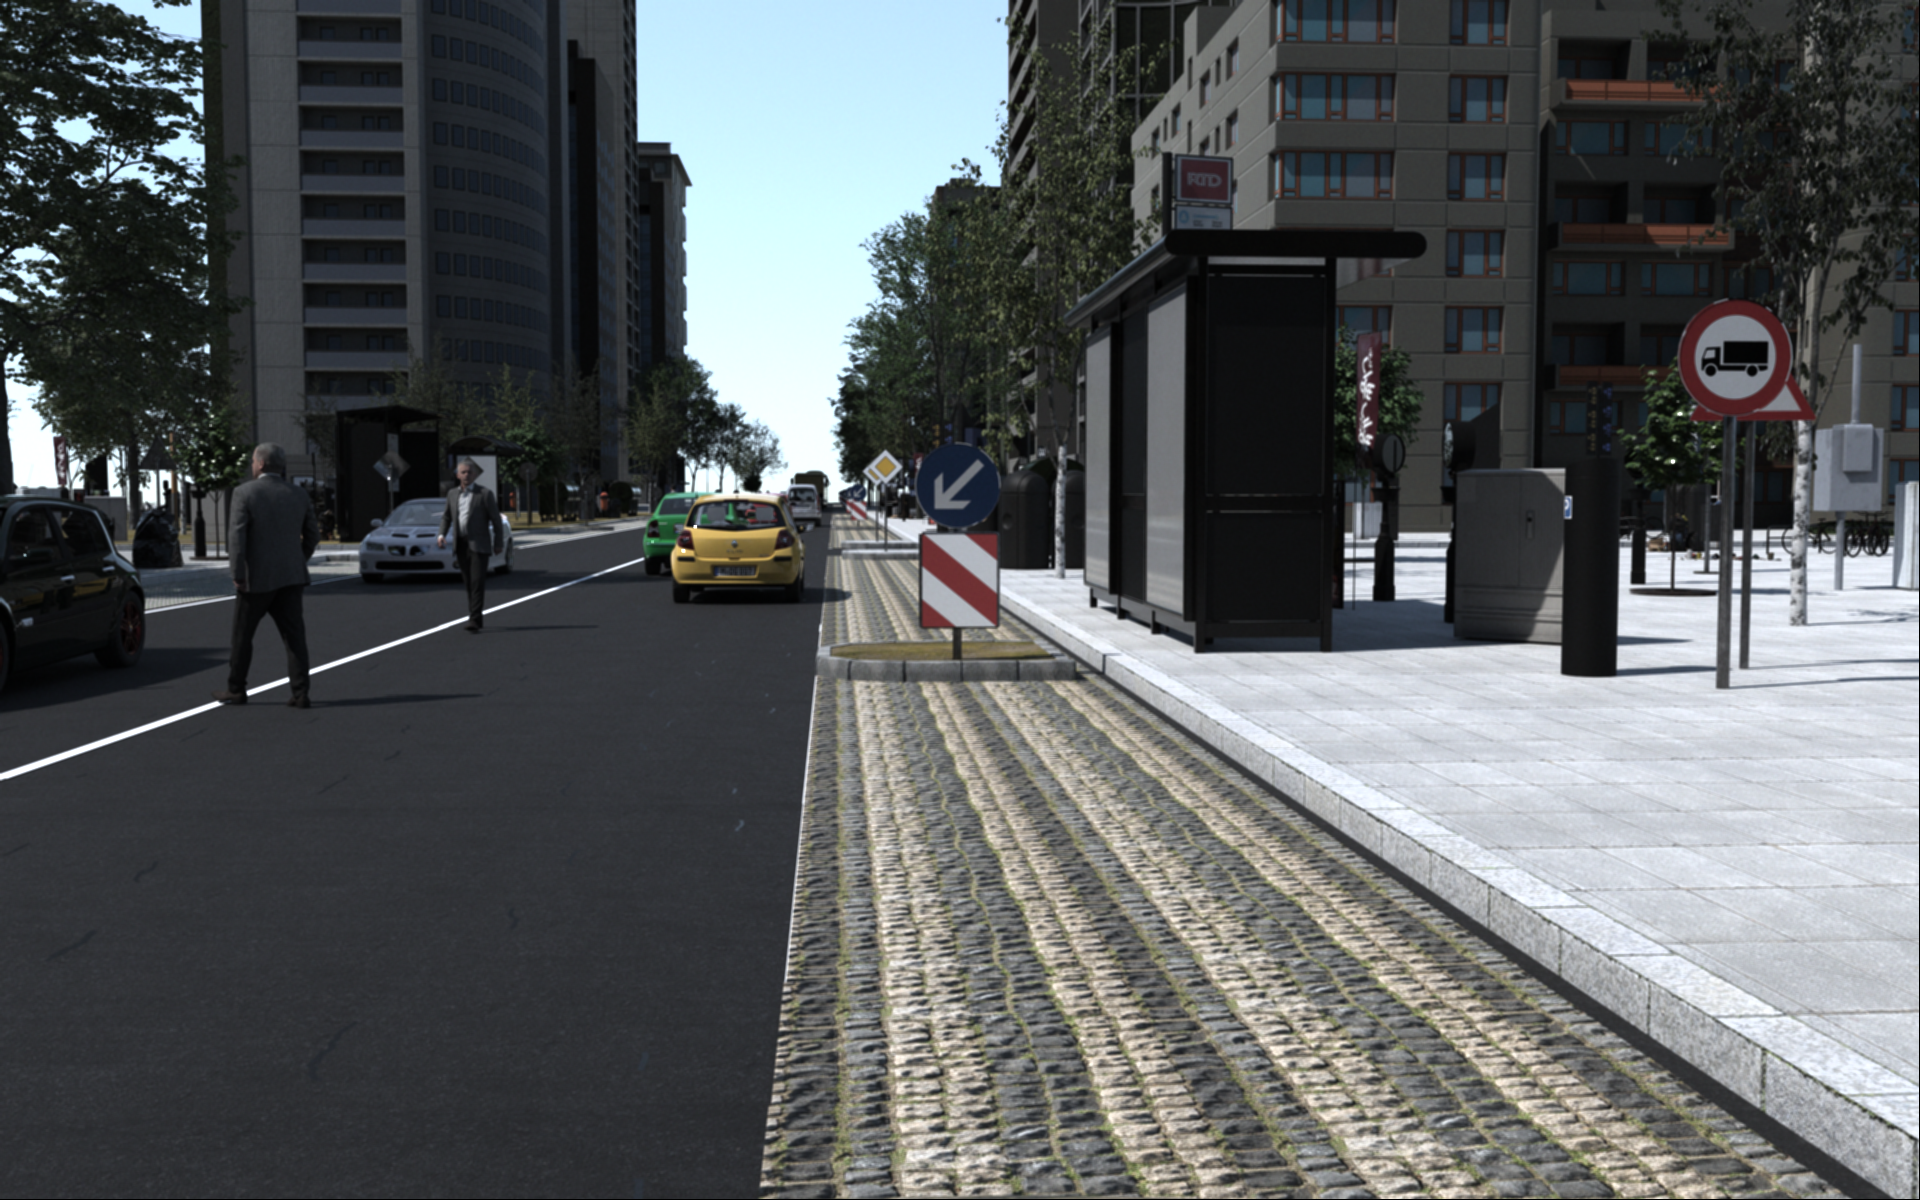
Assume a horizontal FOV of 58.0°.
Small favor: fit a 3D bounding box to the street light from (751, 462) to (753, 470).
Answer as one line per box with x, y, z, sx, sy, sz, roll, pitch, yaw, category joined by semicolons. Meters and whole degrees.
-29.287;-16.572;243.745;0.468;5.910;1.993;0;4;-4;street light

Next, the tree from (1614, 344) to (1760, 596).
9.010;-1.679;22.049;1.663;3.219;1.824;0;3;0;tree

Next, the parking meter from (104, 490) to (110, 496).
-51.781;-5.912;105.069;0.372;1.533;0.369;0;3;0;parking meter

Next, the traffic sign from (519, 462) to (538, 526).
-17.165;-4.204;68.846;0.768;2.556;0.104;0;4;5;traffic sign

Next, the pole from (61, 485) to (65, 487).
-58.519;-7.289;113.017;0.158;3.312;0.155;0;3;0;pole

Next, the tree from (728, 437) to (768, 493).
-26.708;-15.857;209.627;4.737;8.622;4.395;0;3;0;tree

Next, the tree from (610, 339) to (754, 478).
-23.097;-13.940;138.282;12.009;13.543;11.850;0;3;0;tree

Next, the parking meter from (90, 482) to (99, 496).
-42.177;-4.814;84.426;0.399;1.863;0.255;2;4;33;parking meter

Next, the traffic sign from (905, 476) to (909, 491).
-3.601;-7.450;121.906;0.768;2.556;0.104;0;4;-4;traffic sign

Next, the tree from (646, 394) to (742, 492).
-23.508;-13.299;151.845;8.767;10.594;7.601;-1;4;-15;tree

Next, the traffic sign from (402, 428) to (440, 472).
-17.206;-3.651;53.564;2.265;3.308;0.079;0;4;4;traffic sign

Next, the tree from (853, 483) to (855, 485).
-15.118;-15.808;253.061;1.663;3.219;1.824;0;3;0;tree

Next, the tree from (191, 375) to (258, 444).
-44.905;-9.495;105.607;4.737;8.622;4.395;0;3;0;tree

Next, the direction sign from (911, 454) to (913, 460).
-2.521;-6.512;98.469;0.379;3.537;0.876;-3;4;-36;direction sign

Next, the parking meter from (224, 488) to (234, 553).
-15.840;-1.796;37.779;0.372;1.533;0.369;0;3;0;parking meter

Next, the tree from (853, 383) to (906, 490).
-3.923;-9.591;107.168;4.737;8.622;4.395;0;3;0;tree

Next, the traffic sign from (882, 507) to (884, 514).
-4.880;-6.704;109.721;0.768;2.556;0.104;0;4;4;traffic sign

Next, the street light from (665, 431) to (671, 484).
-20.669;-9.163;122.608;0.468;5.910;1.993;0;4;-4;street light

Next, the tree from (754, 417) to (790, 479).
-32.476;-22.273;274.539;12.009;13.543;11.850;0;3;0;tree

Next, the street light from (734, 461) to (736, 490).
-26.599;-14.213;205.163;0.468;5.910;1.993;0;4;-4;street light

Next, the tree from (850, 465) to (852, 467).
-13.861;-17.593;238.005;4.737;8.622;4.395;0;3;0;tree

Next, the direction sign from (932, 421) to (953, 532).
-0.543;-3.772;53.667;0.876;3.537;0.379;3;5;43;direction sign

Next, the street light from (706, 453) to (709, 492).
-23.431;-11.489;160.626;0.468;5.910;1.993;0;4;-4;street light

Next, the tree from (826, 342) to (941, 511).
-5.545;-13.950;134.734;9.857;13.997;8.962;0;3;0;tree

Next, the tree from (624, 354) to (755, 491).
-21.159;-12.367;127.952;9.928;11.665;9.643;0;3;0;tree

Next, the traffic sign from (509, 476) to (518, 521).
-21.399;-5.104;83.560;0.768;2.556;0.104;0;4;1;traffic sign

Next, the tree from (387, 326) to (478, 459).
-23.374;-7.697;76.207;4.360;8.622;3.978;0;3;0;tree

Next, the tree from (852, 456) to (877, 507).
-9.149;-13.987;179.050;4.360;8.622;3.978;0;3;0;tree

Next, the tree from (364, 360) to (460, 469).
-30.459;-9.058;98.464;4.737;8.622;4.395;0;3;0;tree

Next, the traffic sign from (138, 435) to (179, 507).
-17.786;-2.350;38.429;0.884;2.594;0.081;0;4;-3;traffic sign

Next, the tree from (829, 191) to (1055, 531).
-0.519;-8.201;59.848;9.928;11.665;9.643;0;3;0;tree

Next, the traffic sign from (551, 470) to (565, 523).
-18.048;-4.731;77.459;0.768;2.556;0.104;0;4;1;traffic sign

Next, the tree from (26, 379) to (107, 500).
-44.548;-8.361;87.067;4.737;8.622;4.395;0;3;0;tree

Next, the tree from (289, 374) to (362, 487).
-39.210;-9.609;107.472;4.360;8.622;3.978;0;3;0;tree

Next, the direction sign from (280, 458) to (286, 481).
-39.805;-6.691;101.397;0.379;3.537;0.876;2;4;26;direction sign

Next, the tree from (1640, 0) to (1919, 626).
8.436;-4.057;16.699;4.360;8.622;3.978;0;3;0;tree

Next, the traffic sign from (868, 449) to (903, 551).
-1.658;-2.141;38.647;0.795;2.450;0.064;0;4;-4;traffic sign

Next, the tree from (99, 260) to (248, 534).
-24.758;-6.399;54.982;4.360;8.622;3.978;0;3;0;tree

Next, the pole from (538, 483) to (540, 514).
-27.025;-7.185;111.318;0.158;3.312;0.155;0;3;0;pole

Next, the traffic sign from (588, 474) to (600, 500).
-23.197;-6.716;109.910;0.768;2.556;0.104;0;4;0;traffic sign

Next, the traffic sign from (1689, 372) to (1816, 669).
5.749;-0.772;12.626;0.884;2.594;0.081;0;4;5;traffic sign

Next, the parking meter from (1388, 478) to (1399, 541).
11.895;-2.559;47.551;0.255;1.863;0.399;1;4;21;parking meter

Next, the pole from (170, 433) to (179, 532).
-26.259;-3.917;57.892;0.158;3.312;0.155;0;3;0;pole

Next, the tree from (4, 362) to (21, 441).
-44.801;-7.858;78.835;4.360;8.622;3.978;0;3;0;tree

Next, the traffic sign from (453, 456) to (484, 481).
-13.003;-2.582;45.854;0.795;2.450;0.064;0;4;-4;traffic sign

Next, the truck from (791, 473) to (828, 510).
-13.669;-9.860;157.137;3.469;3.379;9.791;0;4;-5;truck

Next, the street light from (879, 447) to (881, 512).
-5.618;-9.060;120.916;0.468;5.910;1.993;0;4;-4;street light

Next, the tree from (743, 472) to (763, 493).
-31.146;-16.881;259.719;4.285;4.588;4.351;0;3;0;tree

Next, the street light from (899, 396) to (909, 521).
-2.650;-6.666;81.780;0.468;5.910;1.993;0;4;-4;street light

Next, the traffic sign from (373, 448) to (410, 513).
-12.425;-2.095;37.890;0.795;2.450;0.064;0;4;-4;traffic sign

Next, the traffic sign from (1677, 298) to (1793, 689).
5.031;-0.688;11.348;0.768;2.556;0.104;0;4;-3;traffic sign

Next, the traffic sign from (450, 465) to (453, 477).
-19.539;-4.132;67.661;0.768;2.556;0.104;0;4;4;traffic sign

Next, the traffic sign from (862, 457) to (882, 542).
-2.235;-2.628;46.611;0.795;2.450;0.064;0;4;-4;traffic sign

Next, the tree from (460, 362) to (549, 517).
-24.565;-8.909;96.025;4.737;8.622;4.395;0;3;0;tree

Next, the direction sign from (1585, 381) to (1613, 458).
12.881;-2.629;34.980;0.876;3.537;0.379;-3;4;-37;direction sign

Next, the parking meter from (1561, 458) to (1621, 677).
4.466;-0.235;12.259;0.372;1.533;0.369;0;3;0;parking meter

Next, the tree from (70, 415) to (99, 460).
-39.123;-7.946;80.286;4.360;8.622;3.978;0;3;0;tree

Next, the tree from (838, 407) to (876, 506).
-9.586;-16.629;190.014;7.486;12.596;7.792;0;3;0;tree

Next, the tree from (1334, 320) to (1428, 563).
7.212;-3.003;32.818;4.285;4.588;4.351;0;3;0;tree
